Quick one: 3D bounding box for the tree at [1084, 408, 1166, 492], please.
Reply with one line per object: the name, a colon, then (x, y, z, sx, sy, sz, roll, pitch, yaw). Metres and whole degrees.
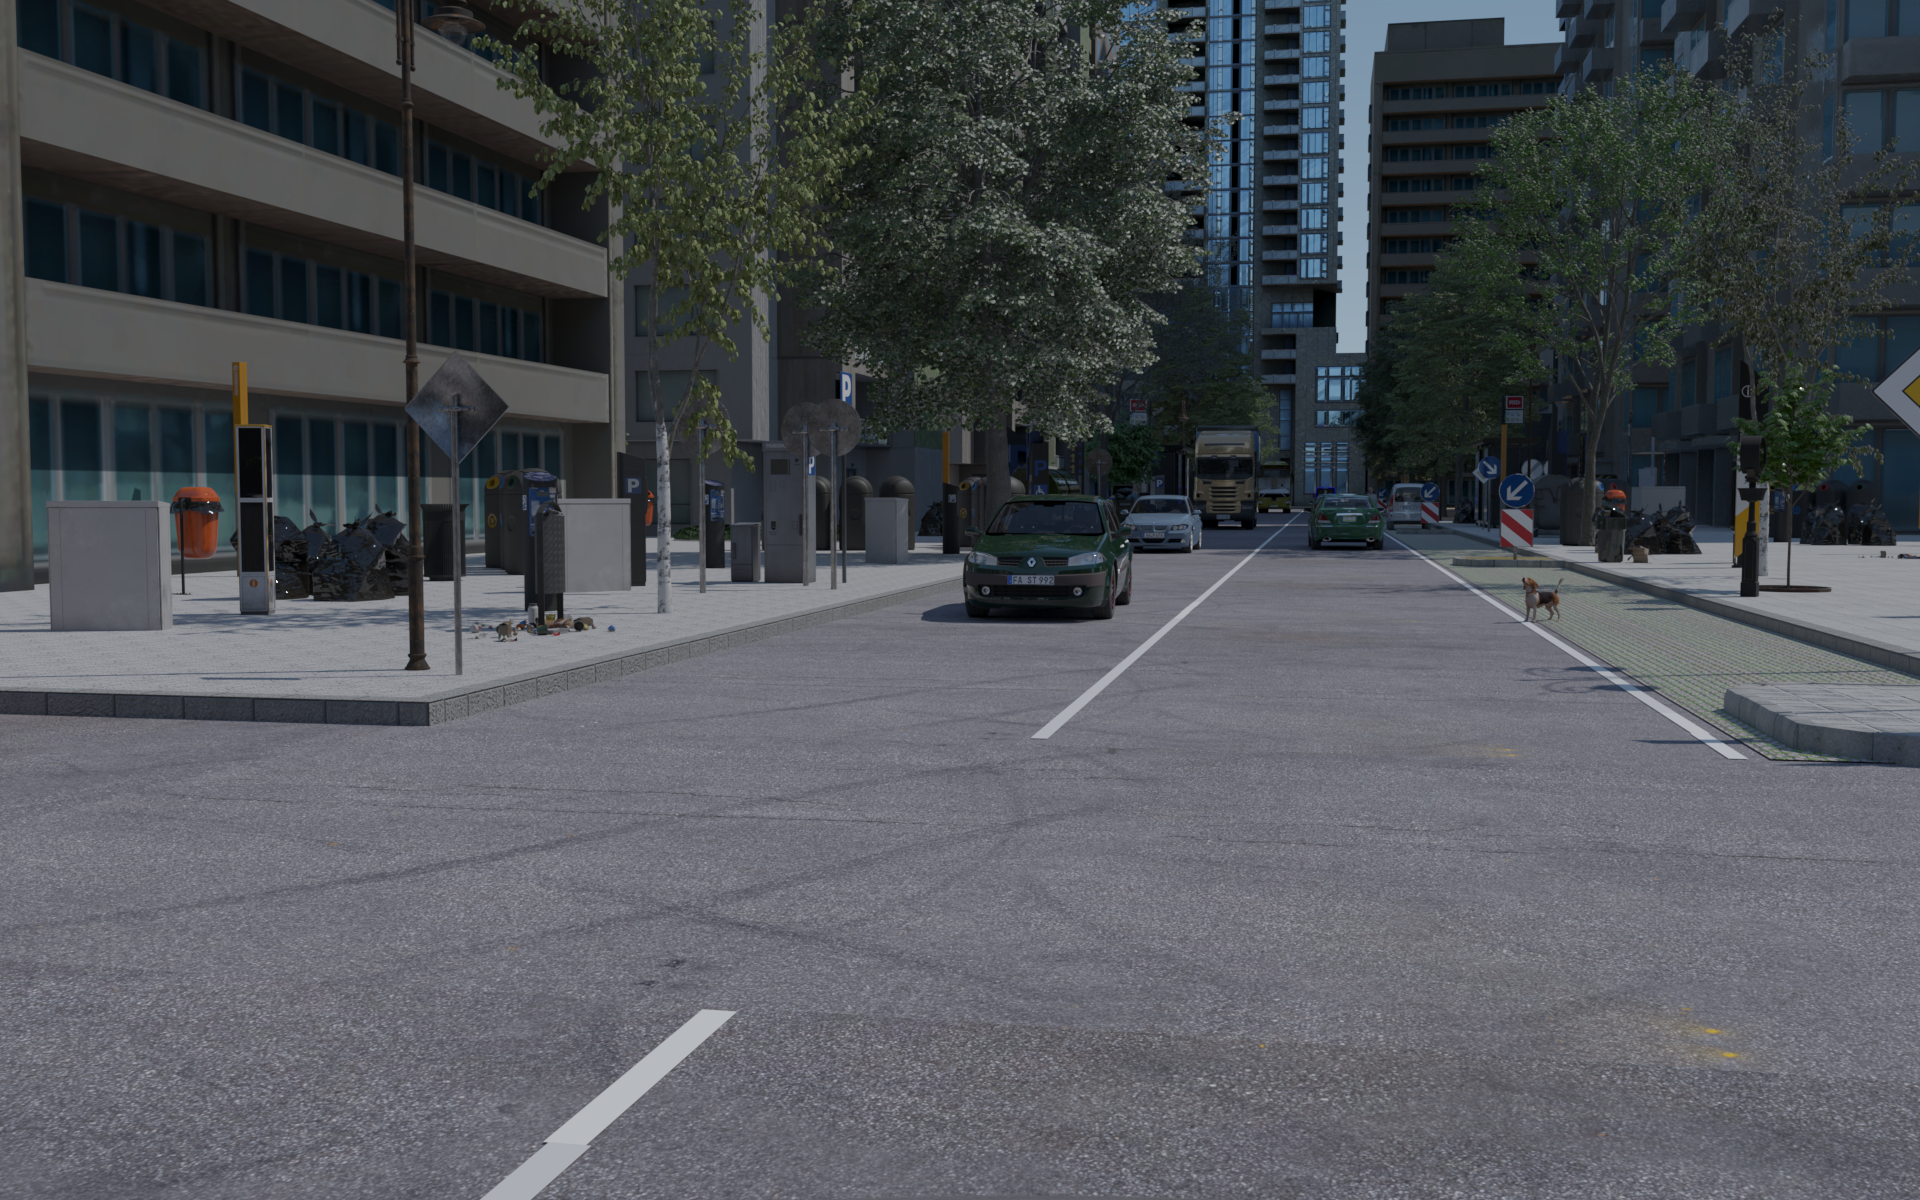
tree: (6.223, -5.057, 66.393, 4.285, 4.588, 4.351, 0, 3, 0)

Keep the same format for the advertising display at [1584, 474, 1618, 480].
advertising display: (20.880, -3.129, 56.369, 0.974, 1.923, 0.123, 3, 5, 42)

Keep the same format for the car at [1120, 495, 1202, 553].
car: (5.091, -1.929, 43.535, 2.014, 1.417, 4.499, 1, 4, 12)

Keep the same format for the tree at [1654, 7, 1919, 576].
tree: (12.553, -4.663, 26.607, 4.360, 8.622, 3.978, 0, 3, 0)

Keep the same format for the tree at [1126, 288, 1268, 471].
tree: (13.028, -10.813, 94.926, 7.486, 12.596, 7.792, 0, 3, 0)

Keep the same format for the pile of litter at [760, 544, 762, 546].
pile of litter: (-4.203, -1.782, 43.099, 1.719, 0.858, 1.176, -1, 4, -22)

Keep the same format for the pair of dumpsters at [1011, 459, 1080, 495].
pair of dumpsters: (2.229, -2.732, 47.154, 1.574, 2.255, 4.437, 1, 4, 12)

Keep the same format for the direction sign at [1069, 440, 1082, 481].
direction sign: (4.864, -4.907, 72.226, 0.379, 3.537, 0.876, -3, 4, -39)

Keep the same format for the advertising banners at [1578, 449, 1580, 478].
advertising banners: (23.944, -4.337, 67.099, 0.090, 3.025, 2.074, 1, 4, 21)

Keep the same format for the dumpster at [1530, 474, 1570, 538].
dumpster: (17.561, -2.795, 51.462, 1.264, 1.857, 1.865, 1, 4, 12)

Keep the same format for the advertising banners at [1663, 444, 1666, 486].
advertising banners: (24.912, -3.978, 61.236, 0.090, 3.025, 2.074, 2, 4, 23)

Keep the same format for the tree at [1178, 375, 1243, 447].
tree: (16.012, -9.880, 111.895, 4.360, 8.622, 3.978, 0, 3, 0)

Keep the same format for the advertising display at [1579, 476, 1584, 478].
advertising display: (22.218, -3.400, 60.804, 0.974, 1.923, 0.123, 1, 4, 22)

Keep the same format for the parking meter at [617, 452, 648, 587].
parking meter: (-4.552, -1.125, 24.098, 0.399, 1.863, 0.255, -1, 4, -21)

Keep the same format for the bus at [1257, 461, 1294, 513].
bus: (24.160, -8.635, 132.730, 2.896, 3.916, 12.252, 1, 4, 11)

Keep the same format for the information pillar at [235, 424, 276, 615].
information pillar: (-7.496, -0.853, 18.432, 0.304, 2.012, 0.304, 0, 4, -8)

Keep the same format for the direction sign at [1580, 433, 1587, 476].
direction sign: (23.157, -4.427, 64.386, 0.379, 3.537, 0.876, 0, 4, 5)

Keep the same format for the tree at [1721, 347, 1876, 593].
tree: (11.018, -1.740, 23.058, 1.663, 3.219, 1.824, 0, 3, 0)

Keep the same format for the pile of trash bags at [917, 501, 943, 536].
pile of trash bags: (0.134, -2.700, 53.900, 1.912, 1.369, 3.447, 2, 4, 25)

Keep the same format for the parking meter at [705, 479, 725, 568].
parking meter: (-4.263, -1.320, 29.994, 0.372, 1.533, 0.369, 0, 3, 0)

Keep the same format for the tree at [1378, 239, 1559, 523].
tree: (22.827, -9.747, 77.490, 7.486, 12.596, 7.792, 0, 3, 0)

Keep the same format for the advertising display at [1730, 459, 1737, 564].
advertising display: (14.640, -1.648, 32.159, 0.974, 1.923, 0.123, -2, 4, -35)

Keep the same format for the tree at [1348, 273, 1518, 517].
tree: (27.112, -11.643, 97.015, 9.857, 13.997, 8.962, 0, 3, 0)

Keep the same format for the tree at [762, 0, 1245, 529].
tree: (0.760, -7.831, 34.693, 9.857, 13.997, 8.962, 0, 3, 0)

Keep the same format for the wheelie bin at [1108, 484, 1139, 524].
wheelie bin: (5.343, -2.966, 56.406, 0.980, 1.594, 0.693, 0, 4, -6)

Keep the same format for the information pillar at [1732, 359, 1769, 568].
information pillar: (13.725, -2.367, 30.054, 0.504, 3.616, 0.183, 1, 4, 15)

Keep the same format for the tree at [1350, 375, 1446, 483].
tree: (30.223, -11.101, 115.913, 8.767, 10.594, 7.601, 1, 4, 21)

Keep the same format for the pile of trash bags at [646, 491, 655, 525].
pile of trash bags: (-9.678, -2.179, 45.372, 3.447, 1.369, 1.912, -2, 4, -27)

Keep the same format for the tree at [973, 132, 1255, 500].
tree: (4.873, -9.019, 57.826, 12.009, 13.543, 11.850, 0, 3, 0)

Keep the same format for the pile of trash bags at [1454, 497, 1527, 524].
pile of trash bags: (23.155, -3.996, 75.082, 3.447, 1.369, 1.912, 1, 4, 21)

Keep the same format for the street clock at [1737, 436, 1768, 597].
street clock: (9.872, -1.041, 21.596, 0.358, 2.002, 0.471, 2, 4, 35)

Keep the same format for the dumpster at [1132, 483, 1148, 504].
dumpster: (8.734, -4.718, 82.902, 1.264, 1.857, 1.865, 1, 4, 12)

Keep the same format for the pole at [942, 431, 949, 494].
pole: (-0.351, -3.002, 42.933, 0.158, 3.312, 0.155, 0, 3, 0)

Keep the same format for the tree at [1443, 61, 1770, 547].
tree: (15.564, -7.117, 42.111, 9.928, 11.665, 9.643, 0, 3, 0)

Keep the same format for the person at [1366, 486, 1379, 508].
person: (14.512, -3.187, 61.354, 0.466, 1.731, 0.760, -3, 5, -43)

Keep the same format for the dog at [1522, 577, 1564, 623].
dog: (6.522, -0.006, 19.384, 0.406, 0.507, 0.540, 2, 4, 24)

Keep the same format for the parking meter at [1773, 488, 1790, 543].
parking meter: (21.803, -2.296, 45.946, 0.372, 1.533, 0.369, 0, 3, 0)

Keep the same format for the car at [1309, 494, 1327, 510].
car: (19.114, -4.755, 89.540, 2.131, 1.459, 4.920, 1, 4, 11)

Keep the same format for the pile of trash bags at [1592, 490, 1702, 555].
pile of trash bags: (14.860, -1.734, 38.110, 1.912, 1.369, 3.447, 0, 4, 1)

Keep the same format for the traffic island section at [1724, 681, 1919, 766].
traffic island section: (5.814, 0.732, 10.319, 2.009, 0.180, 2.903, 1, 4, 12)

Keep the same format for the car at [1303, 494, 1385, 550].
car: (10.189, -2.083, 45.858, 2.131, 1.459, 4.920, 1, 4, 10)

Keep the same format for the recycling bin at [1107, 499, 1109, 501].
recycling bin: (7.528, -4.451, 85.321, 0.722, 1.027, 0.722, -3, 5, -43)

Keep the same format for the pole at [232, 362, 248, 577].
pole: (-11.137, -2.019, 26.859, 0.158, 3.312, 0.155, 0, 3, 0)

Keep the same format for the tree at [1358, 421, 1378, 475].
tree: (37.512, -14.049, 147.830, 7.486, 12.596, 7.792, 0, 3, 0)

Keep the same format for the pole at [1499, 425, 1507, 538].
pole: (16.019, -3.501, 51.078, 0.158, 3.312, 0.155, 0, 3, 0)

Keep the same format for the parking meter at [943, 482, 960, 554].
parking meter: (-0.188, -1.756, 37.126, 0.372, 1.533, 0.369, 0, 3, 0)

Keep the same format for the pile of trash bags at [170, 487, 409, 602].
pile of trash bags: (-8.491, -0.738, 21.814, 3.447, 1.369, 1.912, 1, 4, 18)

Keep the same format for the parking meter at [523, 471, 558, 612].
parking meter: (-4.603, -0.649, 19.024, 0.372, 1.533, 0.369, 0, 3, 0)

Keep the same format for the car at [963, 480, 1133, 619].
car: (1.142, -0.699, 21.213, 2.009, 1.686, 4.222, 1, 4, 10)

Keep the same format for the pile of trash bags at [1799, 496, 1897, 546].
pile of trash bags: (23.026, -2.063, 43.490, 3.447, 1.369, 1.912, 2, 4, 24)

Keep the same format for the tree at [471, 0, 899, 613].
tree: (-2.944, -4.161, 18.401, 4.737, 8.622, 4.395, 0, 3, 0)

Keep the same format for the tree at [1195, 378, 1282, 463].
tree: (24.477, -13.899, 152.997, 9.928, 11.665, 9.643, 0, 3, 0)

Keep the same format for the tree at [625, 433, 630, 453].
tree: (-9.696, -3.269, 48.048, 1.663, 3.219, 1.824, 0, 3, 0)
